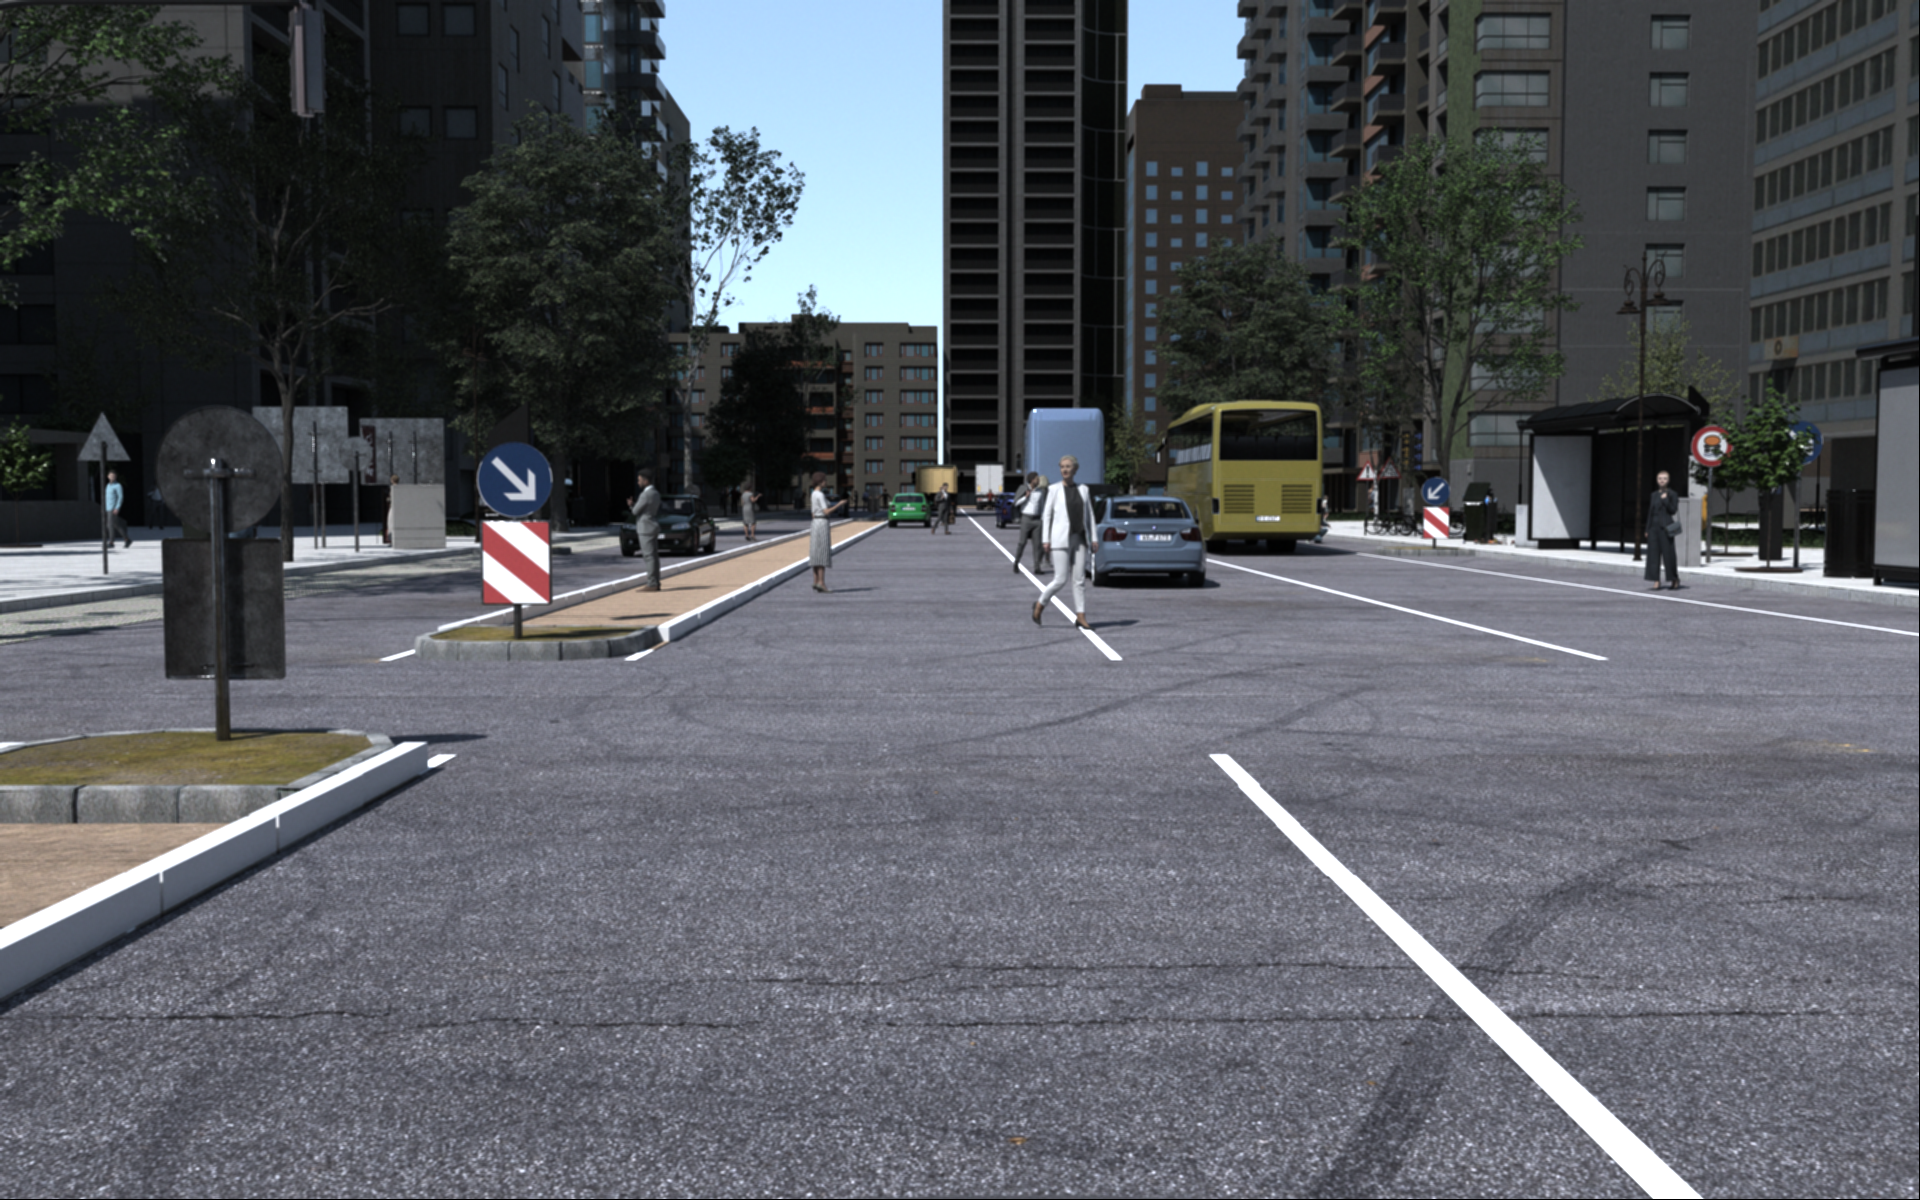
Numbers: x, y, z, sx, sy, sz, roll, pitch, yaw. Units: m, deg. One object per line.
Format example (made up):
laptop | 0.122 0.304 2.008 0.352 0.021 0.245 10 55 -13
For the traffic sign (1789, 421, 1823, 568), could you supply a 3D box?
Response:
traffic sign | 14.611 -1.840 30.194 0.768 2.556 0.104 0 3 0

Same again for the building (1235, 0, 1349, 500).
building | 34.806 -31.879 140.834 23.786 49.044 30.456 0 4 0

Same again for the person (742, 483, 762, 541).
person | -6.357 -2.713 53.215 0.716 1.782 0.532 3 5 44

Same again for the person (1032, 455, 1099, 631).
person | 1.110 -0.610 18.357 0.514 1.842 0.818 -3 5 -42

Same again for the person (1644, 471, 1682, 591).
person | 10.477 -1.035 25.840 0.576 1.772 0.534 3 4 39

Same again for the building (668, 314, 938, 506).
building | -17.033 -21.704 199.901 28.899 21.520 27.650 0 4 0

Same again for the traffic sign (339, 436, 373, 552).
traffic sign | -13.371 -2.338 38.337 0.768 2.556 0.104 0 4 2

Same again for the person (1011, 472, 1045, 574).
person | 1.216 -1.375 31.078 0.679 1.850 0.850 -2 4 -30

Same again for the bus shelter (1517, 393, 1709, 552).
bus shelter | 13.935 -2.661 37.436 2.014 3.302 5.546 0 4 0

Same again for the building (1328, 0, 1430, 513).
building | 35.731 -27.858 110.105 22.147 44.769 28.867 0 4 0

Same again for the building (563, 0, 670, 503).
building | -40.330 -32.070 143.951 30.456 49.044 23.786 0 4 0

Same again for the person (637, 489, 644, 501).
person | -10.790 -3.091 59.397 0.532 1.782 0.716 0 4 5

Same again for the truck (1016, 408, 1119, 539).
truck | 3.373 -3.591 48.467 2.967 4.110 18.799 0 4 0

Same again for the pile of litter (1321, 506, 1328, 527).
pile of litter | 13.968 -3.335 68.492 1.176 0.858 1.719 1 4 11

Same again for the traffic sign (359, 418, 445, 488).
traffic sign | -14.930 -3.211 46.376 2.265 3.308 0.079 0 4 1

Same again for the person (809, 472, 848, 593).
person | -1.938 -0.985 25.172 0.524 1.755 0.480 -2 4 -25

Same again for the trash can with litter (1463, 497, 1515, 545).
trash can with litter | 13.886 -2.063 44.782 1.678 1.210 2.233 1 4 19

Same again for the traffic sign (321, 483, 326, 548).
traffic sign | -15.091 -2.502 41.016 0.768 2.556 0.104 0 4 2

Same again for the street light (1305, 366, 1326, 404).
street light | 12.768 -5.475 62.307 0.468 5.910 1.993 0 4 0

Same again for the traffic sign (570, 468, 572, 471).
traffic sign | -16.508 -4.573 74.881 0.768 2.556 0.104 0 4 3

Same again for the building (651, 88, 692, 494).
building | -42.251 -34.955 195.218 21.600 48.544 21.300 0 4 0

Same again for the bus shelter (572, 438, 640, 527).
bus shelter | -14.334 -4.859 70.722 1.731 3.624 6.357 0 4 0

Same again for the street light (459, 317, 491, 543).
street light | -12.711 -4.447 45.494 0.468 5.910 1.993 0 4 0

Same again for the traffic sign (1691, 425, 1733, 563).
traffic sign | 13.911 -1.958 32.126 0.768 2.556 0.104 0 4 2

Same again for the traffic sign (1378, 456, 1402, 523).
traffic sign | 14.833 -3.664 59.907 0.884 2.594 0.081 0 4 5

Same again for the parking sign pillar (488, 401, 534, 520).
parking sign pillar | -13.027 -3.786 50.375 1.447 3.967 1.447 1 4 15

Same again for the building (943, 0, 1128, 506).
building | 8.379 -46.269 194.750 20.611 71.187 20.563 0 4 0

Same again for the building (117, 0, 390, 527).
building | -35.797 -39.019 76.206 20.563 71.187 20.611 0 4 0

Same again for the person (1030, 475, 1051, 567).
person | 1.533 -1.545 33.952 0.526 1.800 0.537 2 4 27

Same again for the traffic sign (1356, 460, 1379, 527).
traffic sign | 15.629 -4.063 66.441 0.884 2.594 0.081 0 4 6

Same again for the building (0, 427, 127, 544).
building | -40.538 -21.454 42.647 32.217 40.220 23.993 0 4 0

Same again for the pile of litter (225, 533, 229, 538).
pile of litter | -15.294 -1.390 36.685 1.176 0.858 1.719 0 4 1

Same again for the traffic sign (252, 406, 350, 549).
traffic sign | -15.316 -2.837 40.257 2.265 3.308 0.079 0 4 3

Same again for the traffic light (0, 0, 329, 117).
traffic light | -8.294 -2.530 16.029 4.771 5.953 1.251 0 4 0

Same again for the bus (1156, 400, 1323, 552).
bus | 7.167 -3.310 45.664 2.896 3.916 12.252 0 4 1

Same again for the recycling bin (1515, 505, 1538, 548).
recycling bin | 13.818 -1.770 41.499 0.722 1.027 0.722 -2 4 -30

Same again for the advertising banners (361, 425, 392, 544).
advertising banners | -14.790 -2.978 44.886 0.090 3.025 2.074 1 4 21

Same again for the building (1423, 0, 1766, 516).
building | 30.156 -24.491 84.022 14.154 41.232 14.086 0 4 0

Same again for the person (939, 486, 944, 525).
person | -0.851 -4.326 79.410 0.661 1.801 0.590 3 4 36

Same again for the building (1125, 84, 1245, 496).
building | 25.808 -33.195 192.850 14.200 45.320 14.600 0 4 0

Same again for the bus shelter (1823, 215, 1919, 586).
bus shelter | 13.607 -2.754 22.665 2.179 5.291 8.768 0 4 -1

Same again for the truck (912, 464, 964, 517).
truck | -1.476 -7.095 111.924 3.469 3.379 9.791 0 3 0

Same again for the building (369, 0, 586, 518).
building | -38.412 -31.533 104.795 28.713 52.752 27.495 0 4 0

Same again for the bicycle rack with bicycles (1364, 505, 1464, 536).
bicycle rack with bicycles | 13.845 -2.489 54.082 2.852 0.926 2.925 -3 5 -43

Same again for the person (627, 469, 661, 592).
person | -4.626 -1.021 25.367 0.466 1.800 0.511 0 4 -3

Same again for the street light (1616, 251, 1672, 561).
street light | 13.034 -3.692 33.145 0.468 5.910 1.993 0 4 0

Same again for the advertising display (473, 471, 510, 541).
advertising display | -12.858 -2.592 47.589 0.974 1.923 0.123 0 4 -2

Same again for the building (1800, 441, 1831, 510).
building | 72.101 -30.519 149.090 14.200 45.320 14.600 0 4 0

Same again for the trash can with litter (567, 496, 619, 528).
trash can with litter | -14.218 -3.384 66.378 2.233 1.210 1.678 -1 4 -11

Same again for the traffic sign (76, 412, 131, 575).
traffic sign | -13.624 -1.685 27.548 0.884 2.594 0.081 0 4 3

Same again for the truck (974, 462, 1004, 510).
truck | 2.661 -10.284 157.049 2.839 4.237 11.283 0 4 1

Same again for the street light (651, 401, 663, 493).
street light | -13.046 -6.250 74.969 0.468 5.910 1.993 0 4 0

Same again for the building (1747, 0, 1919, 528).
building | 36.055 -21.466 42.855 23.993 40.220 32.217 0 4 0

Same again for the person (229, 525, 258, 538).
person | -10.357 -0.986 25.213 0.643 1.750 0.593 0 4 3
